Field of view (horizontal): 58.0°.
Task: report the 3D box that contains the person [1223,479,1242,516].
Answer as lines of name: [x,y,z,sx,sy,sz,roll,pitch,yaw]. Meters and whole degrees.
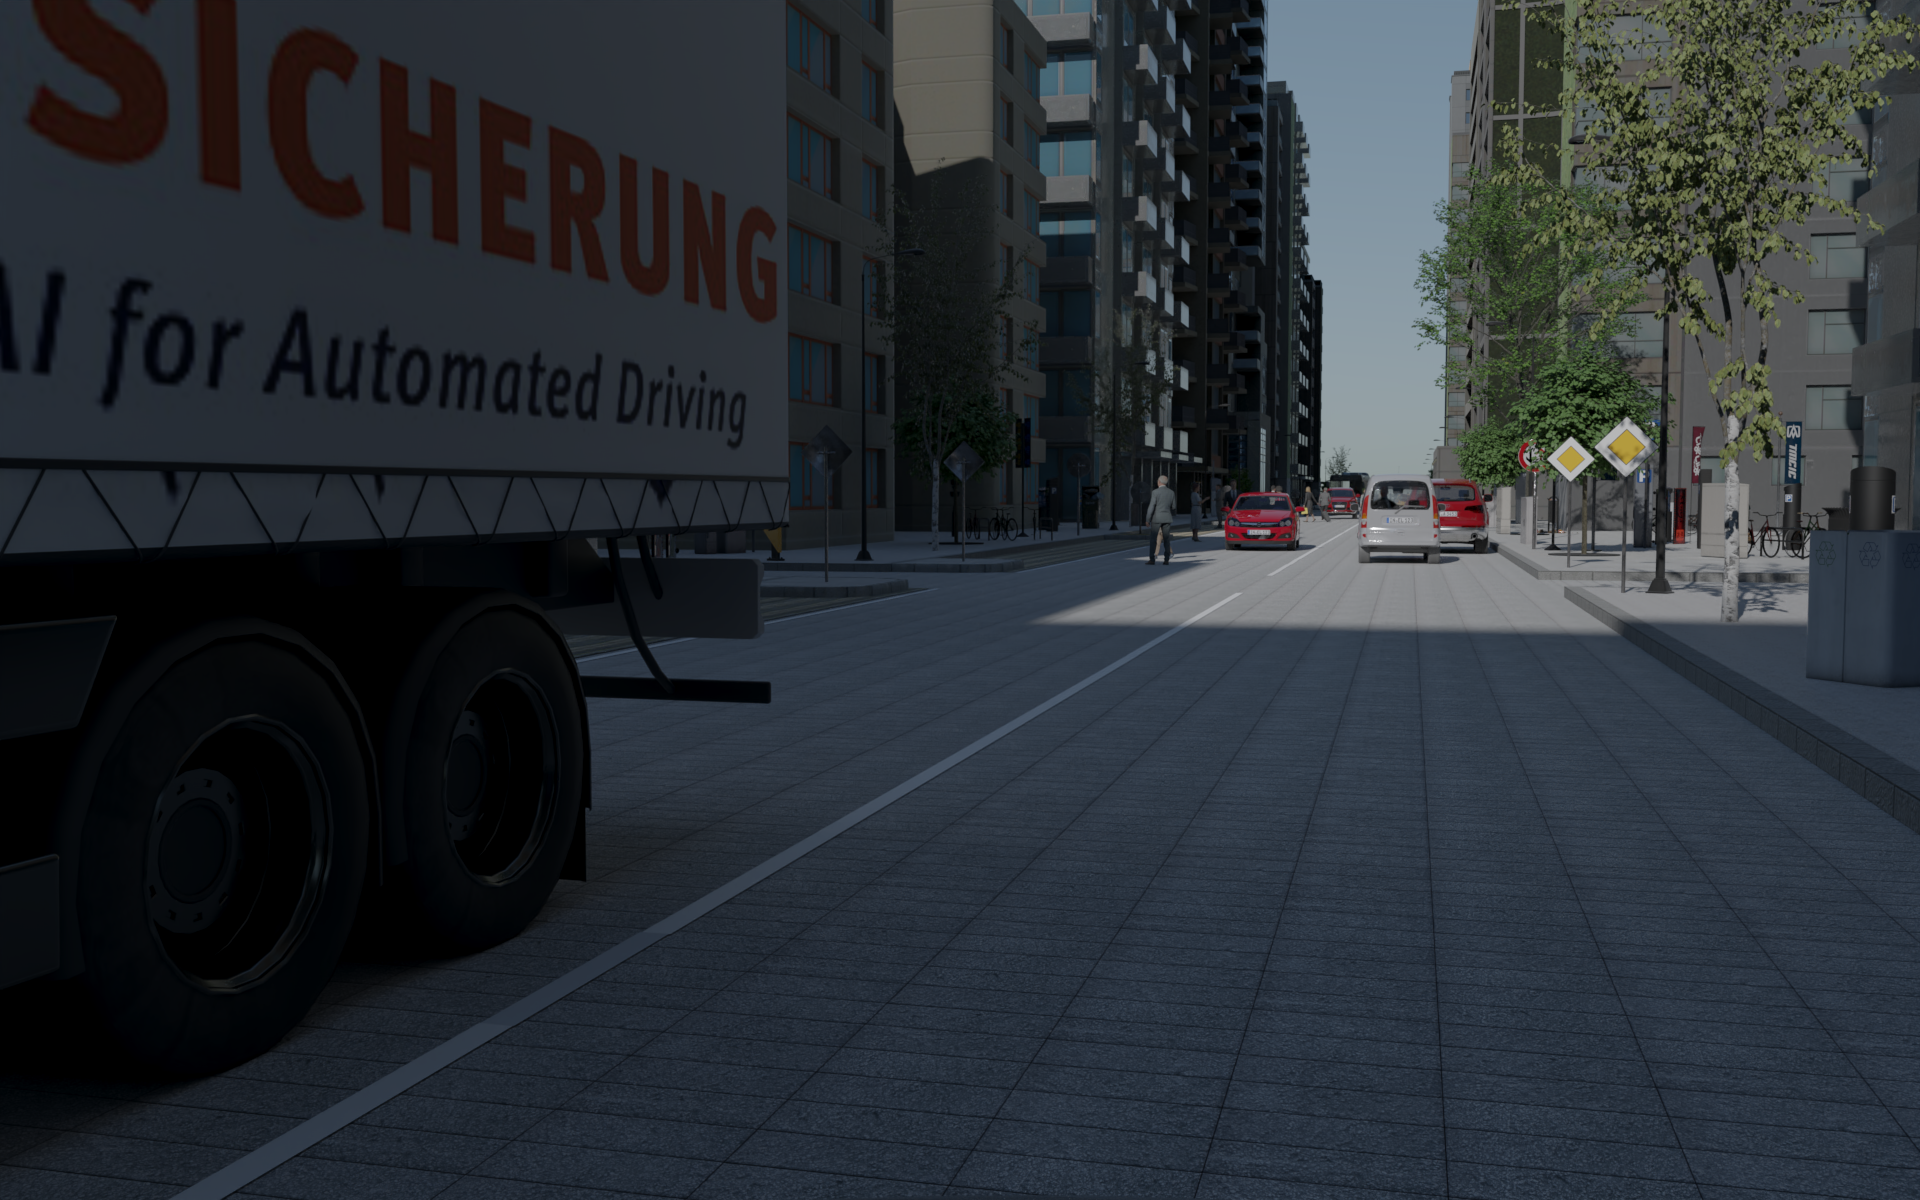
person: [7.710,-2.465,48.576,0.659,1.850,0.755,0,4,5]

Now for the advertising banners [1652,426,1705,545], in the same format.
advertising banners: [18.400,-2.942,44.288,2.074,3.025,0.090,-2,4,-33]

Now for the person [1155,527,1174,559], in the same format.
person: [4.478,-1.549,38.104,0.640,1.303,0.475,-3,5,-39]

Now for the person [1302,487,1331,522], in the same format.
person: [18.150,-4.865,88.260,1.509,1.804,0.699,0,4,-1]

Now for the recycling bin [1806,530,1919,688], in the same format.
recycling bin: [6.345,0.043,11.859,0.722,1.027,0.722,-1,4,-19]

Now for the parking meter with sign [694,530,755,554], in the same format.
parking meter with sign: [-5.027,-2.520,37.460,0.543,3.016,1.738,2,4,34]

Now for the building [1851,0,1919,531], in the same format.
building: [35.661,-25.432,35.422,30.456,49.044,23.786,1,4,15]

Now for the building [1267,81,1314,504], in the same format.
building: [29.630,-35.829,205.420,23.786,49.044,30.456,1,4,15]

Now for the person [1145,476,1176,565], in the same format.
person: [4.041,-1.619,35.146,0.661,1.801,0.590,-2,4,-24]

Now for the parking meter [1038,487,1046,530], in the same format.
parking meter: [2.966,-3.245,61.470,0.372,1.533,0.369,0,3,0]

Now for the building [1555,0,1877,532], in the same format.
building: [29.653,-23.269,64.040,14.154,41.232,14.086,1,4,15]

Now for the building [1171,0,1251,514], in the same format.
building: [8.681,-28.652,123.090,22.147,44.769,28.867,1,4,15]

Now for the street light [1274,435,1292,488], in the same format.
street light: [25.142,-9.948,135.196,1.470,5.913,1.316,1,4,15]

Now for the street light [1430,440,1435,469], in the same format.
street light: [40.939,-10.687,147.276,1.470,5.913,1.316,1,4,15]

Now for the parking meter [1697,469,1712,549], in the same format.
parking meter: [17.425,-2.130,40.543,0.255,1.863,0.399,1,4,16]

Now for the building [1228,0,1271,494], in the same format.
building: [16.502,-51.253,150.658,22.319,86.520,31.000,1,4,15]

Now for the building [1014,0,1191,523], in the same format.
building: [-0.058,-28.802,90.520,23.786,49.044,30.456,1,4,15]

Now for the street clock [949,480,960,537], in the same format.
street clock: [-0.153,-2.894,51.890,0.358,2.002,0.471,0,4,-6]

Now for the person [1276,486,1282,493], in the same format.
person: [11.326,-3.162,61.042,0.643,1.720,0.563,3,4,38]

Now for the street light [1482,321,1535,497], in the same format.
street light: [14.808,-4.529,46.587,1.470,5.913,1.316,1,4,15]

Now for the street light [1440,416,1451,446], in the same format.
street light: [29.433,-7.971,102.865,1.470,5.913,1.316,1,4,15]

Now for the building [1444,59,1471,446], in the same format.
building: [78.249,-42.675,239.729,21.231,58.520,28.212,1,4,15]

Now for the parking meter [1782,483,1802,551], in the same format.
parking meter: [18.967,-1.901,39.490,0.372,1.533,0.369,0,3,0]

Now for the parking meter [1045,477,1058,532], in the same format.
parking meter: [3.132,-3.266,59.110,0.399,1.863,0.255,-2,4,-27]

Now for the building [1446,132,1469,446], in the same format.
building: [62.803,-31.404,197.046,14.154,41.232,14.086,1,4,15]

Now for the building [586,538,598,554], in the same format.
building: [-14.714,-10.210,21.688,16.860,20.320,10.420,1,4,15]

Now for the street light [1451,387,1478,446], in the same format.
street light: [22.081,-6.258,74.863,1.470,5.913,1.316,1,4,15]

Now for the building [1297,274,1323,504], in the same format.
building: [39.808,-27.806,226.328,14.160,30.474,14.107,1,4,15]

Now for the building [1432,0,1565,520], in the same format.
building: [35.243,-39.729,87.816,20.563,71.187,20.611,1,4,15]

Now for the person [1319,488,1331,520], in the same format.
person: [19.991,-5.260,94.892,0.661,1.777,0.834,1,4,10]

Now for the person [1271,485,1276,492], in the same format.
person: [13.516,-4.019,74.389,0.511,1.800,0.466,3,5,42]

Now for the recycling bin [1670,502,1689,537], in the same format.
recycling bin: [21.473,-2.420,52.114,0.722,1.027,0.722,2,4,32]

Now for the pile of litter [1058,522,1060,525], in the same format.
pile of litter: [3.562,-3.494,71.091,1.719,0.858,1.176,3,5,44]

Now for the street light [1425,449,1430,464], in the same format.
street light: [48.358,-12.451,176.119,1.470,5.913,1.316,1,4,15]

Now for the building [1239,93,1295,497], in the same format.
building: [25.685,-29.954,173.345,14.154,41.232,14.086,1,4,15]

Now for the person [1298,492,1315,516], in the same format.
person: [22.921,-6.478,114.425,0.705,1.824,1.348,-3,5,-44]

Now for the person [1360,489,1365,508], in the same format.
person: [21.202,-4.961,90.610,0.512,1.701,0.522,1,4,18]

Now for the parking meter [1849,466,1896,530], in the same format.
parking meter: [8.335,-0.455,15.850,0.372,1.533,0.369,0,3,0]

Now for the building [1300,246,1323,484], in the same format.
building: [36.447,-33.924,246.544,32.217,40.220,23.993,1,4,15]

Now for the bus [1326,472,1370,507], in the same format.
bus: [32.081,-9.020,142.334,2.948,3.499,13.247,1,4,16]

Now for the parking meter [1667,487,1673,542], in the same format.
parking meter: [18.893,-2.325,46.420,0.372,1.533,0.369,0,3,0]

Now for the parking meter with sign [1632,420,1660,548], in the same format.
parking meter with sign: [16.433,-2.772,41.578,0.543,3.016,1.738,1,4,19]

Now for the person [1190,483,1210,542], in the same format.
person: [7.199,-2.635,52.146,0.524,1.755,0.480,-1,4,-16]

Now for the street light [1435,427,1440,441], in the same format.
street light: [33.684,-8.979,119.344,1.470,5.913,1.316,1,4,15]

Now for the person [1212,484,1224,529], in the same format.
person: [10.656,-3.875,71.658,0.447,1.846,0.655,1,4,18]

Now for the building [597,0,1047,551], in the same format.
building: [-13.698,-12.905,56.040,27.650,21.520,28.899,1,4,15]

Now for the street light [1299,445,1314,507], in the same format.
street light: [32.547,-11.654,163.089,1.470,5.913,1.316,1,4,15]

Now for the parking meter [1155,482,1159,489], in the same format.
parking meter: [8.336,-4.074,72.317,0.255,1.863,0.399,3,4,36]

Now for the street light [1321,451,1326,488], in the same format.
street light: [38.920,-13.195,188.277,1.470,5.913,1.316,1,4,15]

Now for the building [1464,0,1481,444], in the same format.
building: [58.433,-32.833,160.528,21.300,48.544,21.600,1,4,15]

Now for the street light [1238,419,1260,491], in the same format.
street light: [17.842,-8.236,107.192,1.470,5.913,1.316,1,4,15]

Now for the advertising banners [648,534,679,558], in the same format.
advertising banners: [-4.044,-1.648,23.129,0.090,3.025,2.074,0,4,4]
